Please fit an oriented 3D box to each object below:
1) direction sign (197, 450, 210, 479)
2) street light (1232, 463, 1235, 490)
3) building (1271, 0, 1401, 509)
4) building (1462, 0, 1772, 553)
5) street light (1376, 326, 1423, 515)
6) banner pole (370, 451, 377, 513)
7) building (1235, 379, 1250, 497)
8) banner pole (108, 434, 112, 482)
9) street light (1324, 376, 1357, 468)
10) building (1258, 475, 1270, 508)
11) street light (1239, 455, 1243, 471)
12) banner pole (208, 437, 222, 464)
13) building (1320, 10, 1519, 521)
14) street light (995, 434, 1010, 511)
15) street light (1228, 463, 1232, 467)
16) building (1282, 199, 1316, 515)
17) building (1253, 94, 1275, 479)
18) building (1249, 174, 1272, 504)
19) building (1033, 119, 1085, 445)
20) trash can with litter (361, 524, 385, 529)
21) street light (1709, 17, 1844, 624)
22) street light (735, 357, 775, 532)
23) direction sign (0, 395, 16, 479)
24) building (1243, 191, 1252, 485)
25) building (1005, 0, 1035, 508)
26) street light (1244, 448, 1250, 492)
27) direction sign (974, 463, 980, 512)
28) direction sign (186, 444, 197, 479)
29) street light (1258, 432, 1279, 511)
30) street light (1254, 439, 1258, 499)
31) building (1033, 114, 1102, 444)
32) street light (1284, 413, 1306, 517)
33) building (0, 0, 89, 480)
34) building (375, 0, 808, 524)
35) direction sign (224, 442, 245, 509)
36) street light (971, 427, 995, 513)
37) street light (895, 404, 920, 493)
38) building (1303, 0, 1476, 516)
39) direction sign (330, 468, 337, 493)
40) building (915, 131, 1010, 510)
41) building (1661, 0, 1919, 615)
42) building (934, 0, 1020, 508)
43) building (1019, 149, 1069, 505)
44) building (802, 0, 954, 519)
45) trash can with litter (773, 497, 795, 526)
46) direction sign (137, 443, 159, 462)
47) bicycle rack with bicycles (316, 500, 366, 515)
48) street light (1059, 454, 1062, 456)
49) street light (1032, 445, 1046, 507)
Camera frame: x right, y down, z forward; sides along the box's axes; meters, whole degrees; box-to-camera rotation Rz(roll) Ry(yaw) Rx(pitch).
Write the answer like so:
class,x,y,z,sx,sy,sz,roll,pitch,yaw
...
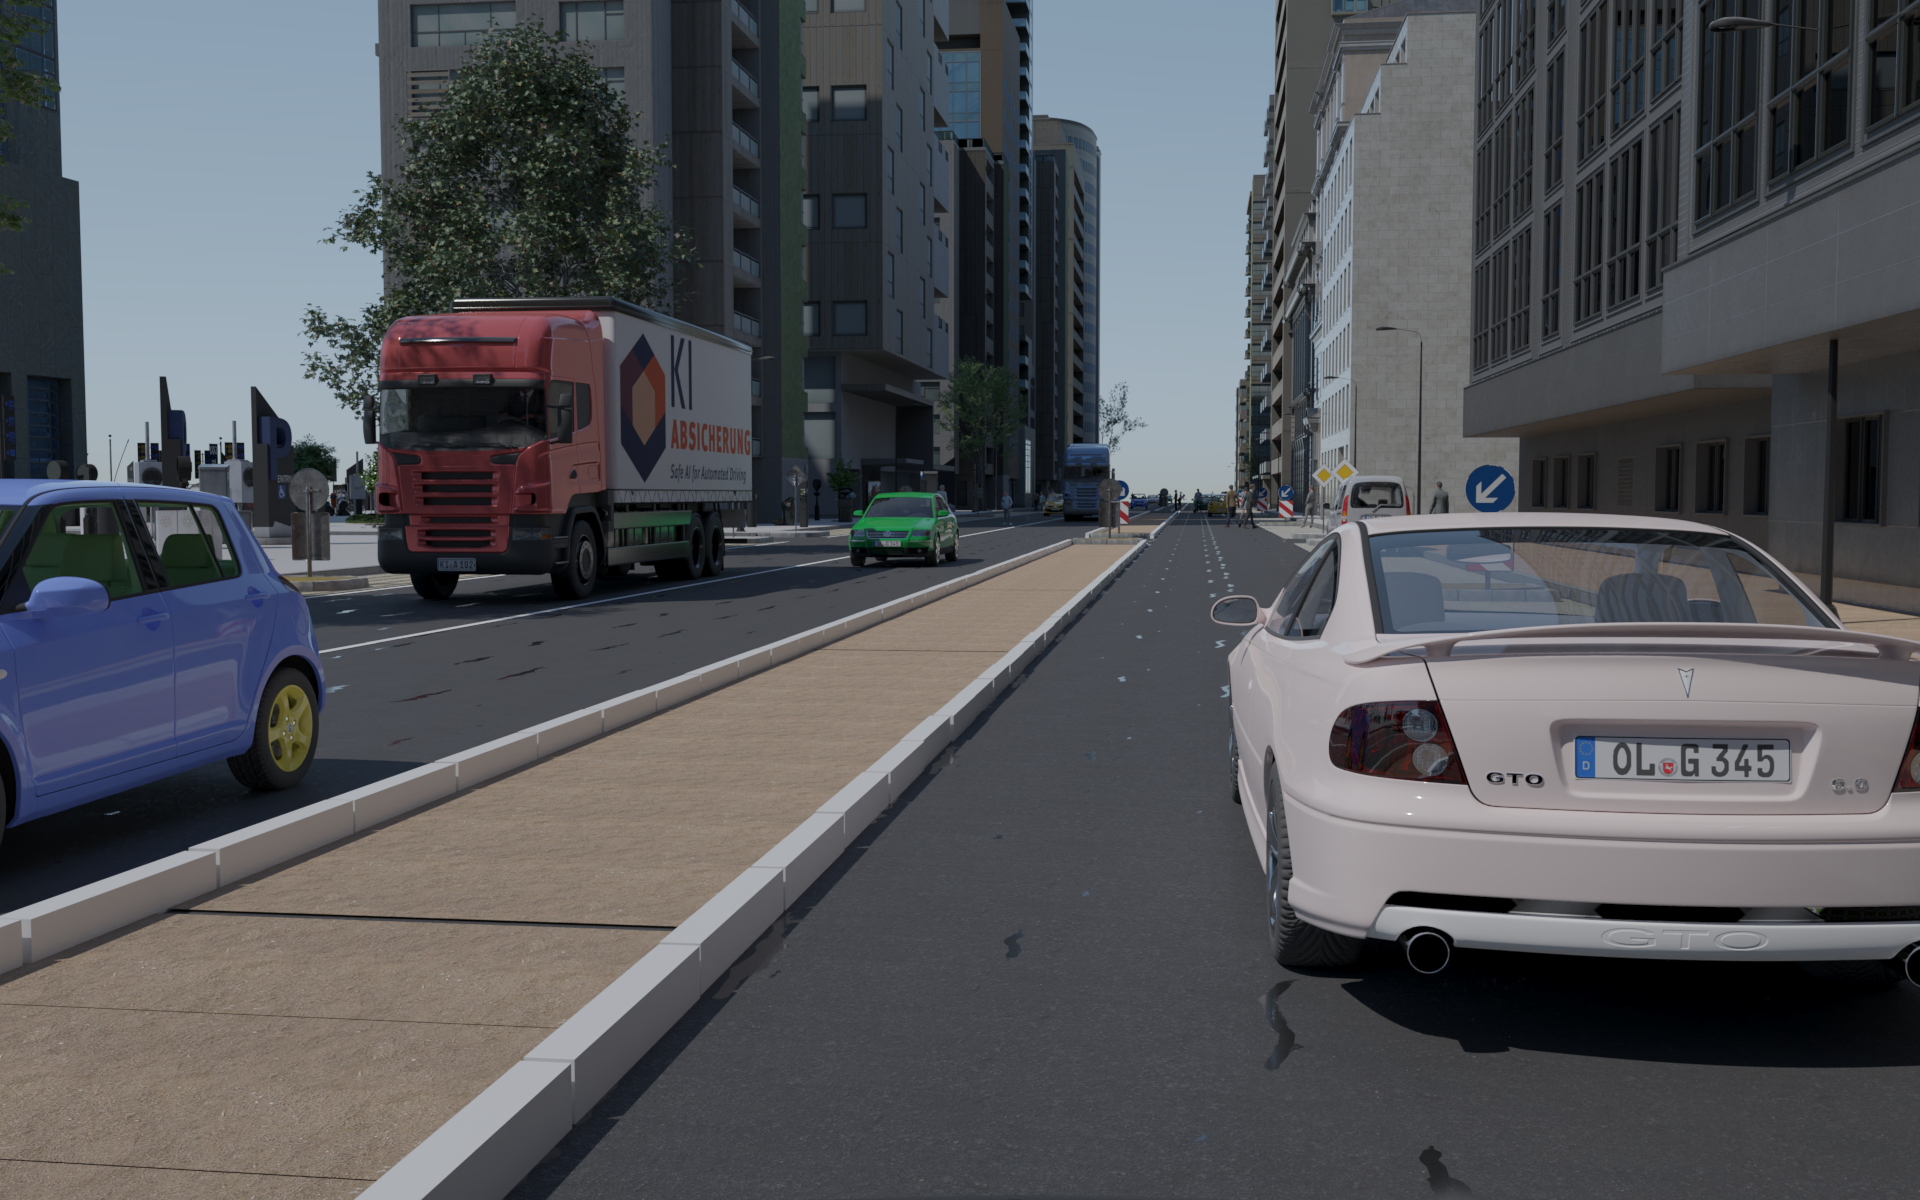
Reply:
class,x,y,z,sx,sy,sz,roll,pitch,yaw
direction sign,-38.986,-5.948,89.252,0.379,3.537,0.876,3,5,40
street light,36.613,-15.509,226.115,1.470,5.913,1.316,0,4,8
building,36.397,-31.519,139.033,21.300,48.544,21.600,0,4,8
building,19.030,-14.704,33.919,14.314,27.812,24.014,0,4,8
street light,12.188,-4.614,47.984,1.470,5.913,1.316,0,4,8
banner pole,-29.730,-6.031,88.630,0.863,3.779,0.401,2,4,34
building,57.655,-26.153,272.644,27.650,21.520,28.899,0,4,8
banner pole,-35.523,-5.043,72.471,0.401,3.779,0.863,-2,4,-24
street light,14.995,-5.846,68.126,1.470,5.913,1.316,0,4,8
building,44.481,-28.701,161.149,32.217,40.220,23.993,0,4,8
street light,33.865,-14.301,206.357,1.470,5.913,1.316,0,4,8
banner pole,-32.436,-5.237,75.648,0.401,3.779,0.863,2,4,26
building,22.018,-13.600,77.107,10.420,20.320,16.860,0,4,8
street light,3.381,-9.915,134.655,1.470,5.913,1.316,0,4,8
street light,40.873,-17.394,256.932,1.470,5.913,1.316,0,4,8
building,29.149,-16.879,117.775,13.314,21.916,24.055,0,4,8
building,44.408,-34.795,188.506,23.786,49.044,30.456,0,4,8
building,44.452,-32.994,223.042,14.154,41.232,14.086,0,4,8
building,5.032,-37.004,228.709,21.300,48.544,21.600,0,4,8
trash can with litter,-21.502,-3.310,65.169,2.233,1.210,1.678,2,4,24
street light,8.004,-2.718,16.985,1.470,5.913,1.316,0,4,8
street light,-6.932,-5.269,58.685,1.470,5.913,1.316,0,4,8
direction sign,-21.854,-2.907,39.520,0.379,3.537,0.876,1,4,11
building,51.332,-36.029,243.700,22.147,44.769,28.867,0,4,8
building,-2.841,-52.900,177.587,22.319,86.520,31.000,0,4,8
street light,29.674,-12.415,175.531,1.470,5.913,1.316,0,4,8
direction sign,1.211,-8.139,125.069,0.379,3.537,0.876,-2,4,-33
direction sign,-34.893,-5.243,77.713,0.876,3.537,0.379,1,4,14
street light,23.320,-9.617,129.785,1.470,5.913,1.316,0,4,8
street light,25.403,-10.531,144.716,1.470,5.913,1.316,0,4,8
building,10.489,-44.479,269.224,21.231,58.520,28.212,0,4,8
street light,19.177,-7.732,98.953,1.470,5.913,1.316,0,4,8
building,-56.015,-46.657,75.512,31.000,86.520,22.319,0,4,8
building,-14.884,-23.816,72.979,14.154,41.232,14.086,0,4,8
direction sign,-31.656,-5.118,75.672,0.379,3.537,0.876,3,5,42
street light,1.478,-9.039,120.333,1.470,5.913,1.316,0,4,8
street light,-2.771,-7.154,89.515,1.470,5.913,1.316,0,4,8
building,26.414,-18.903,94.968,13.634,28.700,20.117,0,4,8
direction sign,-39.879,-7.234,110.265,0.379,3.537,0.876,0,4,7
building,-3.662,-22.600,141.218,14.160,30.474,14.107,0,4,8
building,14.047,-11.471,6.620,14.314,24.678,30.058,0,4,8
building,-2.269,-30.905,155.409,14.600,45.320,14.200,0,4,8
building,5.041,-31.621,200.603,14.154,41.232,14.086,0,4,8
building,-15.438,-31.344,101.707,28.713,52.752,27.495,0,4,8
trash can with litter,-7.155,-3.600,70.248,1.055,1.170,0.624,2,4,35
direction sign,-35.741,-5.159,76.345,0.876,3.537,0.379,-3,4,-37
bicycle rack with bicycles,-37.915,-5.700,106.575,2.925,0.926,2.852,0,4,5
street light,11.780,-13.703,196.585,1.470,5.913,1.316,0,4,8
street light,7.524,-11.801,165.487,1.470,5.913,1.316,0,4,8
